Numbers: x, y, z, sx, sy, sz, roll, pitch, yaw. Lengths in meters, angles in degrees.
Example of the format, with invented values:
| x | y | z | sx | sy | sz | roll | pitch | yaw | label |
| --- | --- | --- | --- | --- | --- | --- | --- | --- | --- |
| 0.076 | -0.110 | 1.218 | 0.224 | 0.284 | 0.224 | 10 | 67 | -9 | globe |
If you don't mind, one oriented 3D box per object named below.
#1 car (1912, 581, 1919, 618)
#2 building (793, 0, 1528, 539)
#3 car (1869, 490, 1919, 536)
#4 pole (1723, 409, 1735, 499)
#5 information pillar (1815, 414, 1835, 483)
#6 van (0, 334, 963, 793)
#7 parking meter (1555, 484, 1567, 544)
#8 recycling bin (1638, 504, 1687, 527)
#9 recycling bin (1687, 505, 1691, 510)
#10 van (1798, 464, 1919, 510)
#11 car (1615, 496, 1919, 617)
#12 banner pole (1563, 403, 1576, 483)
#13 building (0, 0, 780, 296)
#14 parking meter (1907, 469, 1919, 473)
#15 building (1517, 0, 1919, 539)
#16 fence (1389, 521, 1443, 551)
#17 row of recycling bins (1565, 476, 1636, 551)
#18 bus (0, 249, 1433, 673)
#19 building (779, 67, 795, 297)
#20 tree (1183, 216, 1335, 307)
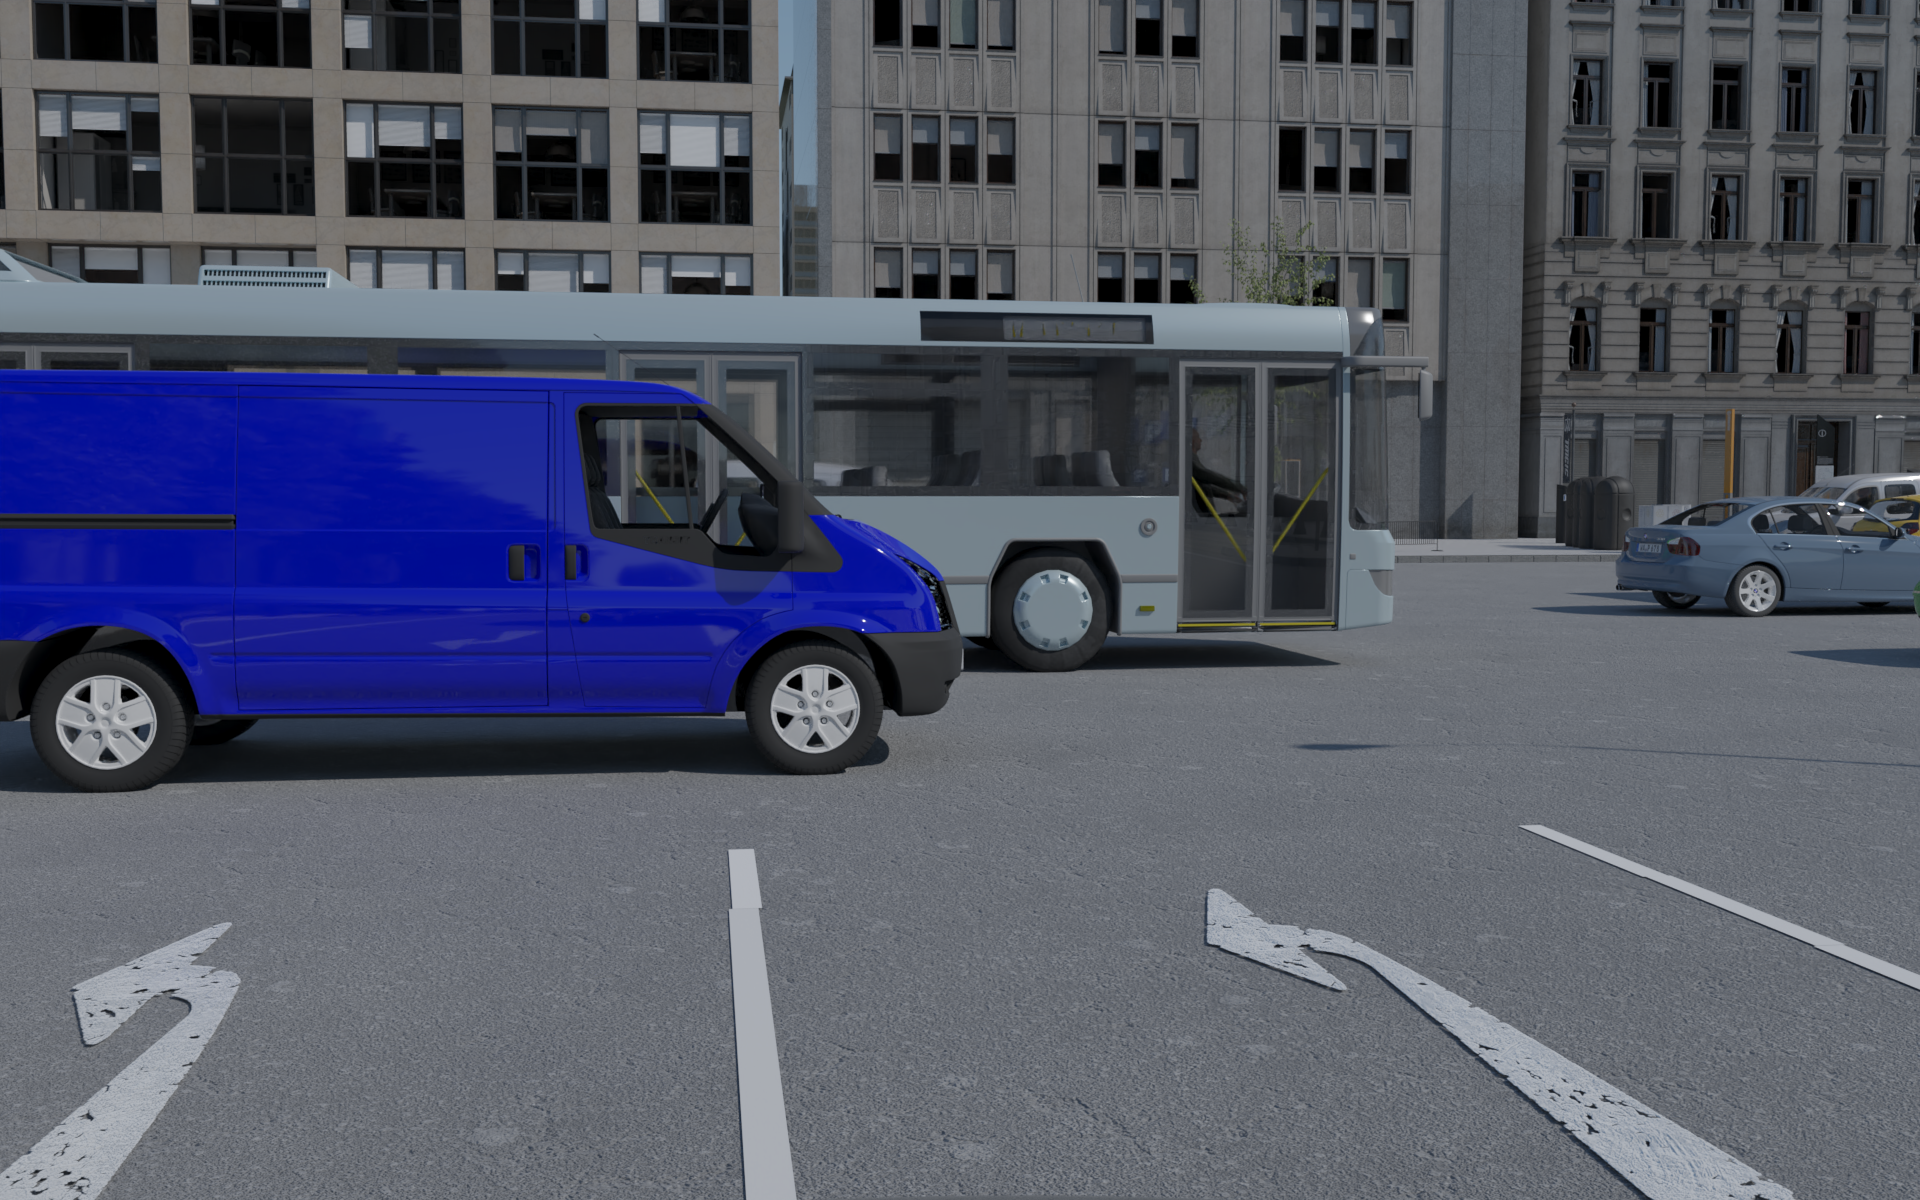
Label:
| x | y | z | sx | sy | sz | roll | pitch | yaw | label |
| --- | --- | --- | --- | --- | --- | --- | --- | --- | --- |
| 10.738 | -0.370 | 14.846 | 4.718 | 1.807 | 1.959 | 0 | 4 | -7 | car |
| 5.186 | -14.378 | 53.098 | 19.932 | 24.808 | 12.078 | -1 | 4 | -8 | building |
| 17.246 | -1.180 | 29.511 | 3.980 | 1.641 | 2.015 | -1 | 4 | -10 | car |
| 18.443 | -2.919 | 41.566 | 0.158 | 3.312 | 0.155 | 0 | 3 | 0 | pole |
| 25.276 | -3.629 | 50.687 | 0.504 | 3.616 | 0.183 | 1 | 4 | 12 | information pillar |
| -2.609 | -0.305 | 9.376 | 5.245 | 2.365 | 2.240 | -1 | 4 | -9 | van |
| 15.699 | -2.241 | 45.049 | 0.372 | 1.533 | 0.369 | 0 | 3 | 0 | parking meter |
| 15.280 | -1.542 | 37.773 | 0.722 | 1.027 | 0.722 | 0 | 4 | -1 | recycling bin |
| 17.172 | -1.793 | 41.874 | 0.722 | 1.027 | 0.722 | 0 | 4 | 1 | recycling bin |
| 17.430 | -1.656 | 34.093 | 4.112 | 2.044 | 2.013 | -1 | 4 | -9 | van |
| 10.344 | -0.558 | 21.133 | 4.499 | 1.417 | 2.014 | -1 | 4 | -10 | car |
| 16.770 | -3.528 | 47.697 | 0.401 | 3.779 | 0.863 | 0 | 4 | -4 | banner pole |
| -23.004 | -15.177 | 52.660 | 34.151 | 26.468 | 19.350 | -1 | 4 | -8 | building |
| 22.176 | -2.109 | 40.200 | 0.255 | 1.863 | 0.399 | 0 | 4 | -7 | parking meter |
| 24.798 | -12.604 | 55.226 | 18.267 | 20.994 | 9.793 | -1 | 4 | -8 | building |
| 9.913 | -1.403 | 38.314 | 2.069 | 0.683 | 0.278 | -2 | 4 | -35 | fence |
| 15.081 | -2.071 | 40.970 | 1.069 | 1.692 | 3.534 | 0 | 4 | 6 | row of recycling bins |
| -2.233 | -1.200 | 14.481 | 13.247 | 3.499 | 2.948 | -1 | 4 | -10 | bus |
| -8.896 | -38.532 | 219.231 | 27.495 | 52.752 | 28.713 | -1 | 4 | -8 | building |
| 7.967 | -5.796 | 45.122 | 4.737 | 8.622 | 4.395 | 0 | 3 | 0 | tree |
